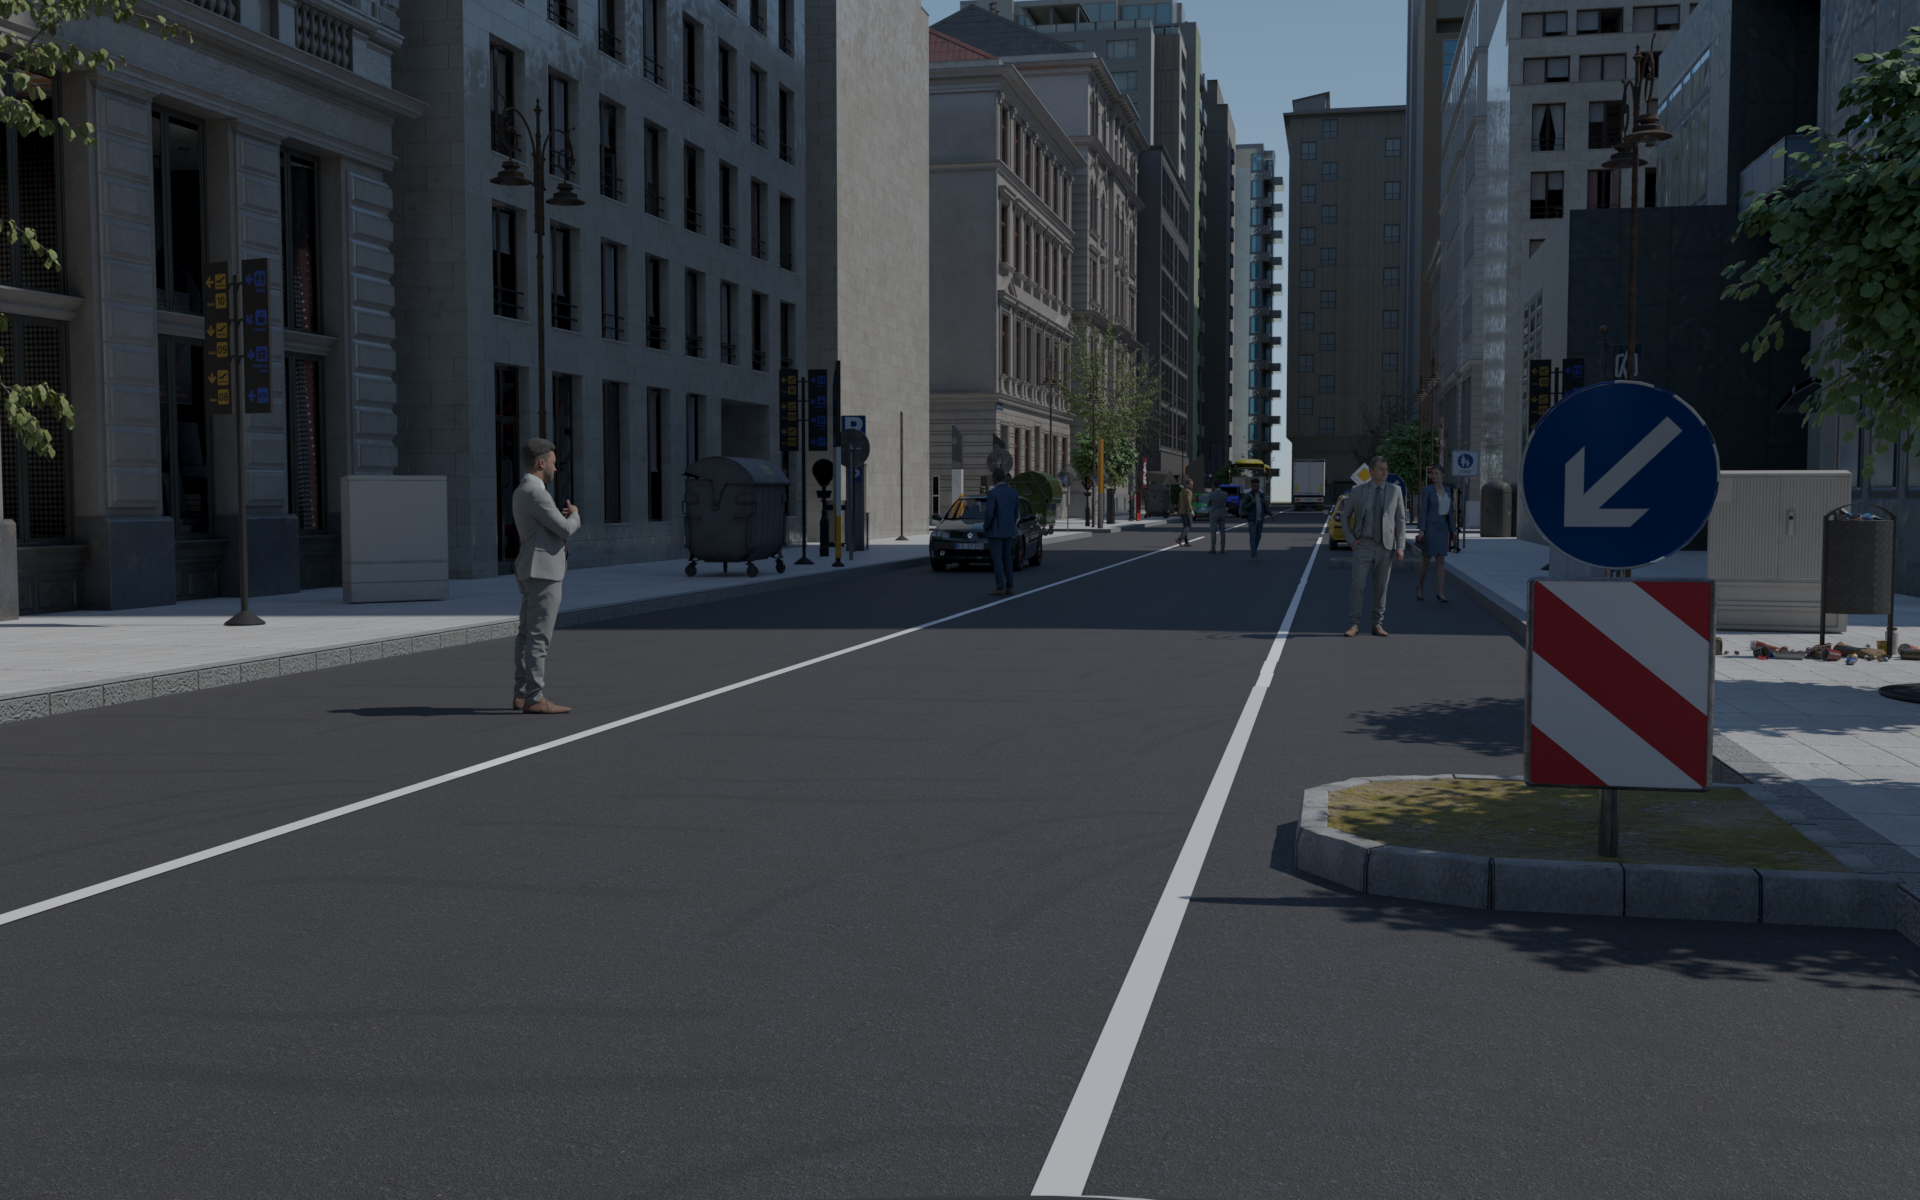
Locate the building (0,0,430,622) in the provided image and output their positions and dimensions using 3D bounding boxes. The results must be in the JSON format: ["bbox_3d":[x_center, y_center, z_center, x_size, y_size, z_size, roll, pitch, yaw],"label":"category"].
[{"bbox_3d":[-14.648,-11.460,16.243,11.050,23.489,19.941,1,4,12],"label":"building"}]

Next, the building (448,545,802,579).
[{"bbox_3d":[-10.596,-11.005,34.680,10.420,20.320,16.860,1,4,12],"label":"building"}]

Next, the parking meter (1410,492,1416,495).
[{"bbox_3d":[26.313,-5.636,100.564,0.372,1.533,0.369,0,3,0],"label":"parking meter"}]

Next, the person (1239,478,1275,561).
[{"bbox_3d":[6.370,-1.745,37.385,0.623,1.781,0.721,-3,5,-41],"label":"person"}]

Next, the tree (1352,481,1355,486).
[{"bbox_3d":[21.155,-5.923,80.548,4.285,4.588,4.351,0,3,0],"label":"tree"}]

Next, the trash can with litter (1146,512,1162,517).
[{"bbox_3d":[10.800,-5.215,96.645,1.055,1.170,0.624,2,4,24],"label":"trash can with litter"}]

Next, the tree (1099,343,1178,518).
[{"bbox_3d":[8.613,-8.252,85.279,4.360,8.622,3.978,0,3,0],"label":"tree"}]

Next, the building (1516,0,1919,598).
[{"bbox_3d":[23.634,-43.859,29.760,22.319,86.520,31.000,1,4,12],"label":"building"}]

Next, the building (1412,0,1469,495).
[{"bbox_3d":[46.419,-30.493,148.669,14.600,45.320,14.200,1,4,12],"label":"building"}]

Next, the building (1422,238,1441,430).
[{"bbox_3d":[39.333,-17.578,123.559,11.583,22.565,21.152,1,4,12],"label":"building"}]

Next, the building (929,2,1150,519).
[{"bbox_3d":[2.984,-19.229,101.782,14.401,28.519,23.554,1,4,12],"label":"building"}]

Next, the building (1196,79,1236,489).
[{"bbox_3d":[20.712,-35.366,201.933,21.600,48.544,21.300,1,4,12],"label":"building"}]

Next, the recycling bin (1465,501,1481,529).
[{"bbox_3d":[19.237,-3.169,64.368,0.722,1.027,0.722,0,4,3],"label":"recycling bin"}]

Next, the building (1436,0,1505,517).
[{"bbox_3d":[33.749,-19.635,98.528,11.434,29.767,29.804,1,4,12],"label":"building"}]

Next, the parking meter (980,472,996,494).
[{"bbox_3d":[0.746,-2.449,45.748,0.399,1.863,0.255,-3,5,-39],"label":"parking meter"}]

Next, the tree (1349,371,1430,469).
[{"bbox_3d":[25.686,-9.318,102.713,4.360,8.622,3.978,0,3,0],"label":"tree"}]

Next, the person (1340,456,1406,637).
[{"bbox_3d":[4.174,-0.545,17.508,0.635,1.810,0.391,0,4,-2],"label":"person"}]

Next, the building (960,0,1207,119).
[{"bbox_3d":[12.380,-33.692,170.473,23.786,49.044,30.456,1,4,12],"label":"building"}]

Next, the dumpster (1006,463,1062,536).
[{"bbox_3d":[2.279,-3.130,53.668,1.502,2.255,1.985,1,4,12],"label":"dumpster"}]

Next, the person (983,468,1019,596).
[{"bbox_3d":[0.593,-0.969,24.518,0.419,1.800,0.721,3,5,41],"label":"person"}]

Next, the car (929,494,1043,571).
[{"bbox_3d":[0.545,-1.455,33.573,2.009,1.686,4.222,1,4,10],"label":"car"}]

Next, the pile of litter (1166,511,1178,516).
[{"bbox_3d":[12.146,-5.292,100.492,1.176,0.858,1.719,2,4,24],"label":"pile of litter"}]

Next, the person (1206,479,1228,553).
[{"bbox_3d":[6.213,-2.037,41.989,0.511,1.800,0.466,-2,4,-28],"label":"person"}]

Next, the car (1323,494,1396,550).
[{"bbox_3d":[10.591,-2.167,45.647,2.015,1.641,3.980,1,4,11],"label":"car"}]

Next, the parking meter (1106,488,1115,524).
[{"bbox_3d":[6.417,-3.994,73.710,0.372,1.533,0.369,0,3,0],"label":"parking meter"}]

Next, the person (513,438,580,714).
[{"bbox_3d":[-2.714,-0.168,11.422,0.466,1.800,0.511,-3,5,-39],"label":"person"}]

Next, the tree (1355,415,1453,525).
[{"bbox_3d":[18.680,-5.372,71.547,4.285,4.588,4.351,0,3,0],"label":"tree"}]

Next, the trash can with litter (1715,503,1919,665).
[{"bbox_3d":[6.679,-0.165,13.761,2.233,1.210,1.678,1,4,8],"label":"trash can with litter"}]

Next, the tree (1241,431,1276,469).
[{"bbox_3d":[34.375,-15.271,200.047,4.360,8.622,3.978,0,3,0],"label":"tree"}]

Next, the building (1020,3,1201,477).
[{"bbox_3d":[12.704,-28.351,147.138,14.154,41.232,14.086,1,4,12],"label":"building"}]

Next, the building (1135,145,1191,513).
[{"bbox_3d":[8.607,-20.318,125.700,14.314,27.812,24.014,1,4,12],"label":"building"}]

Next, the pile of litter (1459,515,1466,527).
[{"bbox_3d":[19.213,-3.253,67.153,1.176,0.858,1.719,-2,4,-34],"label":"pile of litter"}]

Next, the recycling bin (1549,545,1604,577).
[{"bbox_3d":[8.872,-0.735,24.566,0.722,1.027,0.722,-2,4,-31],"label":"recycling bin"}]

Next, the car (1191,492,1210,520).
[{"bbox_3d":[13.405,-5.238,94.437,1.959,1.807,4.718,1,4,12],"label":"car"}]

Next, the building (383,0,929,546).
[{"bbox_3d":[-10.315,-12.065,52.021,16.860,20.320,10.420,1,4,12],"label":"building"}]

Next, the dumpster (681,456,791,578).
[{"bbox_3d":[-3.542,-1.320,27.347,1.264,1.857,1.865,1,4,12],"label":"dumpster"}]

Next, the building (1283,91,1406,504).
[{"bbox_3d":[57.696,-39.402,233.460,27.495,52.752,28.713,1,4,12],"label":"building"}]

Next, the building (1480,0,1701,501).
[{"bbox_3d":[29.732,-13.038,67.929,16.860,20.320,10.420,1,4,12],"label":"building"}]

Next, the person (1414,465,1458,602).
[{"bbox_3d":[6.348,-0.894,23.148,0.581,1.822,0.654,0,4,-4],"label":"person"}]

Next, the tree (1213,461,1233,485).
[{"bbox_3d":[26.480,-11.356,169.380,4.285,4.588,4.351,0,3,0],"label":"tree"}]

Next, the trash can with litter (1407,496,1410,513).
[{"bbox_3d":[30.418,-6.416,116.280,0.624,1.170,1.055,3,4,36],"label":"trash can with litter"}]

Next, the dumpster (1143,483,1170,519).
[{"bbox_3d":[10.292,-5.200,90.785,1.264,1.857,1.865,1,4,12],"label":"dumpster"}]

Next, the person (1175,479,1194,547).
[{"bbox_3d":[6.119,-2.351,46.852,0.656,1.842,0.836,3,5,40],"label":"person"}]

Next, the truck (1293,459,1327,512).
[{"bbox_3d":[29.254,-9.540,144.889,2.839,4.237,11.283,1,4,12],"label":"truck"}]

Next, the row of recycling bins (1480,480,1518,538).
[{"bbox_3d":[17.122,-2.734,51.812,3.534,1.692,1.069,-2,4,-25],"label":"row of recycling bins"}]

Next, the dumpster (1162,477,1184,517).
[{"bbox_3d":[11.997,-5.857,98.255,1.502,2.255,1.985,1,4,12],"label":"dumpster"}]

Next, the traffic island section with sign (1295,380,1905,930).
[{"bbox_3d":[2.352,0.111,6.821,1.989,1.847,2.006,1,4,12],"label":"traffic island section with sign"}]

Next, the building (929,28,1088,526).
[{"bbox_3d":[-1.366,-14.900,79.779,11.583,22.565,21.152,1,4,12],"label":"building"}]

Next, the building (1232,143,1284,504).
[{"bbox_3d":[28.536,-37.734,236.559,30.456,49.044,23.786,1,4,12],"label":"building"}]

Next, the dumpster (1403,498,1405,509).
[{"bbox_3d":[23.963,-5.492,95.561,1.264,1.857,1.865,1,4,12],"label":"dumpster"}]

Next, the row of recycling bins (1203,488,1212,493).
[{"bbox_3d":[17.653,-7.127,123.643,1.069,1.692,3.534,1,4,15],"label":"row of recycling bins"}]

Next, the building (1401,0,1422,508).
[{"bbox_3d":[54.006,-38.305,168.279,21.231,58.520,28.212,1,4,12],"label":"building"}]

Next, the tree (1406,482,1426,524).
[{"bbox_3d":[19.735,-4.915,74.966,1.663,3.219,1.824,0,3,0],"label":"tree"}]

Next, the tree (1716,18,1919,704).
[{"bbox_3d":[6.521,-1.653,10.748,4.285,4.588,4.351,0,3,0],"label":"tree"}]
